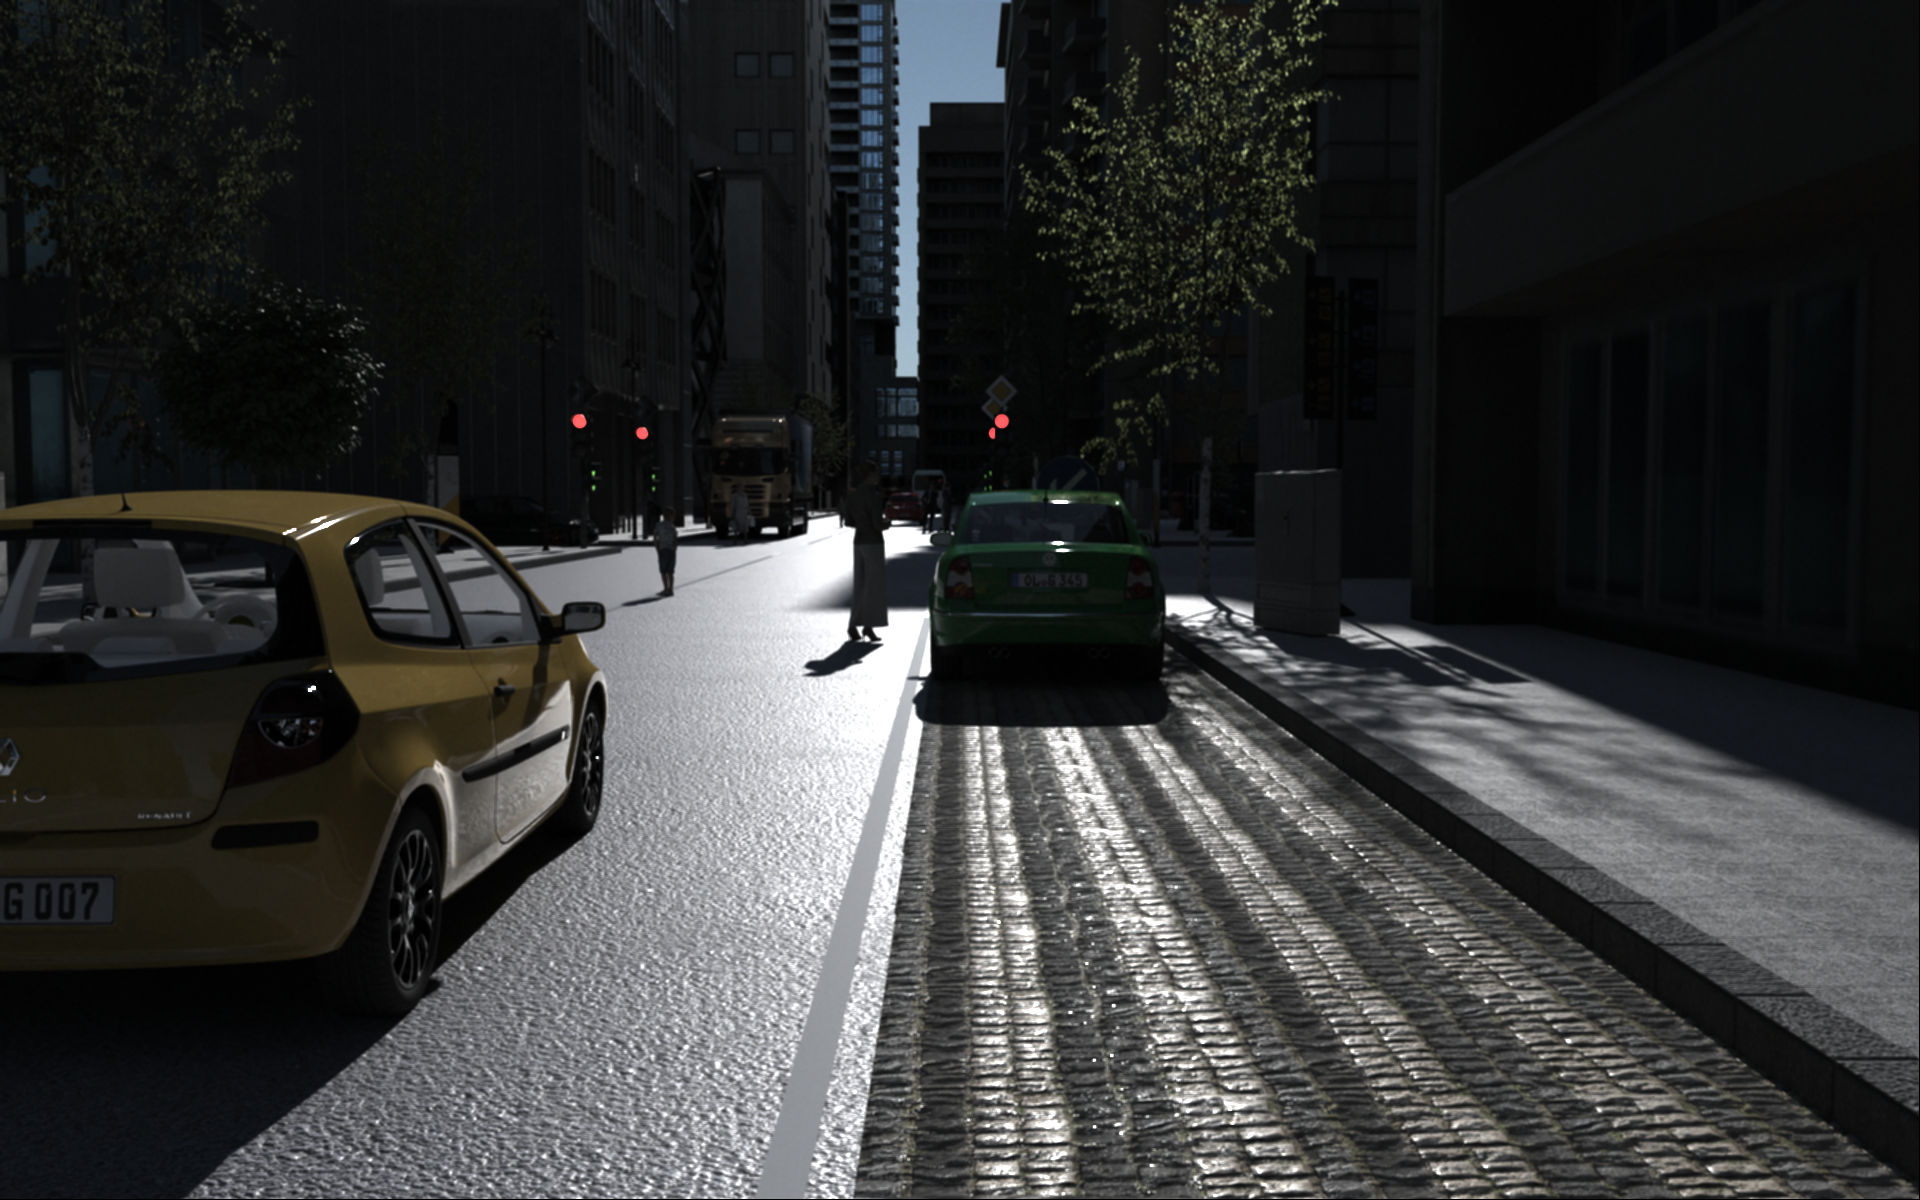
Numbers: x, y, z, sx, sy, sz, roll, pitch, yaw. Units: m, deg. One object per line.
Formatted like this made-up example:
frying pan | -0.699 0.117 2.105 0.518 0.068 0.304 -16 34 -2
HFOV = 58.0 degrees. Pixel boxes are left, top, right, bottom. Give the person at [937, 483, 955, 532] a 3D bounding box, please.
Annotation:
person | -0.515 -3.493 65.494 0.818 1.842 0.514 -1 4 -19

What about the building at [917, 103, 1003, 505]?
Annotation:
building | 5.569 -36.348 217.987 21.600 48.544 21.300 0 3 0

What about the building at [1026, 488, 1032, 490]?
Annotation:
building | 21.157 -27.237 137.206 32.217 40.220 23.993 0 3 0

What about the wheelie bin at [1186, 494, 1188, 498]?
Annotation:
wheelie bin | 11.217 -4.564 82.531 0.980 1.594 0.693 2 4 25

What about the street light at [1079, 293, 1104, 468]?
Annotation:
street light | 3.029 -4.109 39.964 0.468 5.910 1.993 0 3 0

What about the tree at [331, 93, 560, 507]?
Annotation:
tree | -9.968 -5.047 32.875 4.737 8.622 4.395 0 3 0

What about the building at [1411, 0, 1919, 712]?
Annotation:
building | 15.288 -23.373 5.859 21.300 48.544 21.600 0 3 0

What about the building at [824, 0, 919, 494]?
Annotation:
building | -20.731 -55.359 217.796 31.000 86.520 22.319 0 3 0

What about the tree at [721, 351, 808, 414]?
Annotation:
tree | -10.339 -8.531 89.836 4.737 8.622 4.395 0 3 0

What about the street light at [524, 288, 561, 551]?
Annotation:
street light | -9.371 -4.051 39.016 0.468 5.910 1.993 0 3 0

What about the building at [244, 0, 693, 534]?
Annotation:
building | -16.699 -14.722 58.733 12.078 24.808 19.932 0 3 0

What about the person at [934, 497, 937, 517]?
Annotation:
person | -1.748 -6.058 107.722 0.661 1.801 0.590 3 5 40

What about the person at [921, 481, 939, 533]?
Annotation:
person | -1.098 -3.459 64.423 0.648 1.900 0.474 -1 4 -14

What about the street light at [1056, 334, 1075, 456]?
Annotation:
street light | 3.057 -4.744 50.357 0.468 5.910 1.993 0 3 0

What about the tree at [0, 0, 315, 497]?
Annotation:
tree | -9.539 -4.214 19.263 4.360 8.622 3.978 0 3 0

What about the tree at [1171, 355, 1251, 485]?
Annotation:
tree | 13.121 -8.567 90.434 4.737 8.622 4.395 0 3 0

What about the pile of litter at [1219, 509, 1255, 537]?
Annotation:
pile of litter | 8.540 -2.306 51.674 1.176 0.858 1.719 -2 4 -30

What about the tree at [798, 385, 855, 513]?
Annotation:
tree | -9.200 -10.168 116.602 4.360 8.622 3.978 0 3 0

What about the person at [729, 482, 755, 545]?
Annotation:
person | -6.172 -2.450 48.916 0.694 1.780 0.624 -1 4 -21

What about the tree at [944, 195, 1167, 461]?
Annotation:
tree | 3.280 -8.162 59.205 9.928 11.665 9.643 0 3 0

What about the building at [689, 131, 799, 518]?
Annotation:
building | -15.142 -15.428 101.406 9.793 20.994 18.267 0 3 0

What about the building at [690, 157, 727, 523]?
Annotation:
building | -19.130 -12.853 77.595 16.820 18.784 16.811 0 3 0

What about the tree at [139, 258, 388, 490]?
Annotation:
tree | -9.705 -2.487 24.369 4.285 4.588 4.351 0 3 0

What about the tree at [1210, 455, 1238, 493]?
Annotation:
tree | 12.528 -5.501 84.538 1.663 3.219 1.824 0 3 0

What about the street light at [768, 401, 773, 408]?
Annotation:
street light | -9.371 -6.912 85.804 0.468 5.910 1.993 0 3 0

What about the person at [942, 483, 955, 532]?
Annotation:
person | -0.401 -3.424 64.294 0.447 1.846 0.655 1 4 20

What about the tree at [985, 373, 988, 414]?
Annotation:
tree | 3.114 -7.128 66.911 4.360 8.622 3.978 0 3 0

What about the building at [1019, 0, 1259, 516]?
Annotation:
building | 14.958 -27.772 108.691 22.147 44.769 28.867 0 3 0

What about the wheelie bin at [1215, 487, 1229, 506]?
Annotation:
wheelie bin | 11.137 -3.989 73.132 0.693 1.594 0.980 -1 4 -17

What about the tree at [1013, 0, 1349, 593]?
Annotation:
tree | 3.068 -4.410 22.468 4.360 8.622 3.978 0 3 0

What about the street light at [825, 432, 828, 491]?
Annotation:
street light | -9.380 -9.155 122.474 0.468 5.910 1.993 0 3 0

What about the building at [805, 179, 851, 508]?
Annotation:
building | -17.478 -23.643 158.256 14.160 30.474 14.107 0 3 0

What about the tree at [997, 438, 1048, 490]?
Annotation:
tree | 3.683 -6.605 91.713 4.285 4.588 4.351 0 3 0

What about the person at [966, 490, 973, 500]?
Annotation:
person | 0.943 -8.370 145.904 0.990 1.755 0.434 -1 4 -16

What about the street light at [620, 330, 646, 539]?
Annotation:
street light | -9.228 -4.659 48.961 0.468 5.910 1.993 0 3 0

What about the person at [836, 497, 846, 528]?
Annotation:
person | -5.040 -3.752 74.118 0.475 1.303 0.640 -1 4 -21

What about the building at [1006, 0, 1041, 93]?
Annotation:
building | 15.193 -32.811 160.162 21.300 48.544 21.600 0 3 0

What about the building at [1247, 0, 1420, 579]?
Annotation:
building | 12.418 -21.302 31.876 14.154 41.232 14.086 0 3 0

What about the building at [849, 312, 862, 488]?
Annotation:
building | -25.698 -20.811 185.306 28.899 21.520 27.650 0 3 0

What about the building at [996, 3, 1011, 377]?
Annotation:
building | 18.473 -36.410 184.535 28.713 52.752 27.495 0 3 0

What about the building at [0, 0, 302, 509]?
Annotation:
building | -27.990 -24.888 26.527 30.456 49.044 23.786 0 3 0

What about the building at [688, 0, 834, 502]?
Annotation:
building | -24.417 -33.491 136.813 28.713 52.752 27.495 0 3 0

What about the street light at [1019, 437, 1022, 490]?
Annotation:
street light | 3.032 -6.982 86.949 0.468 5.910 1.993 0 3 0
